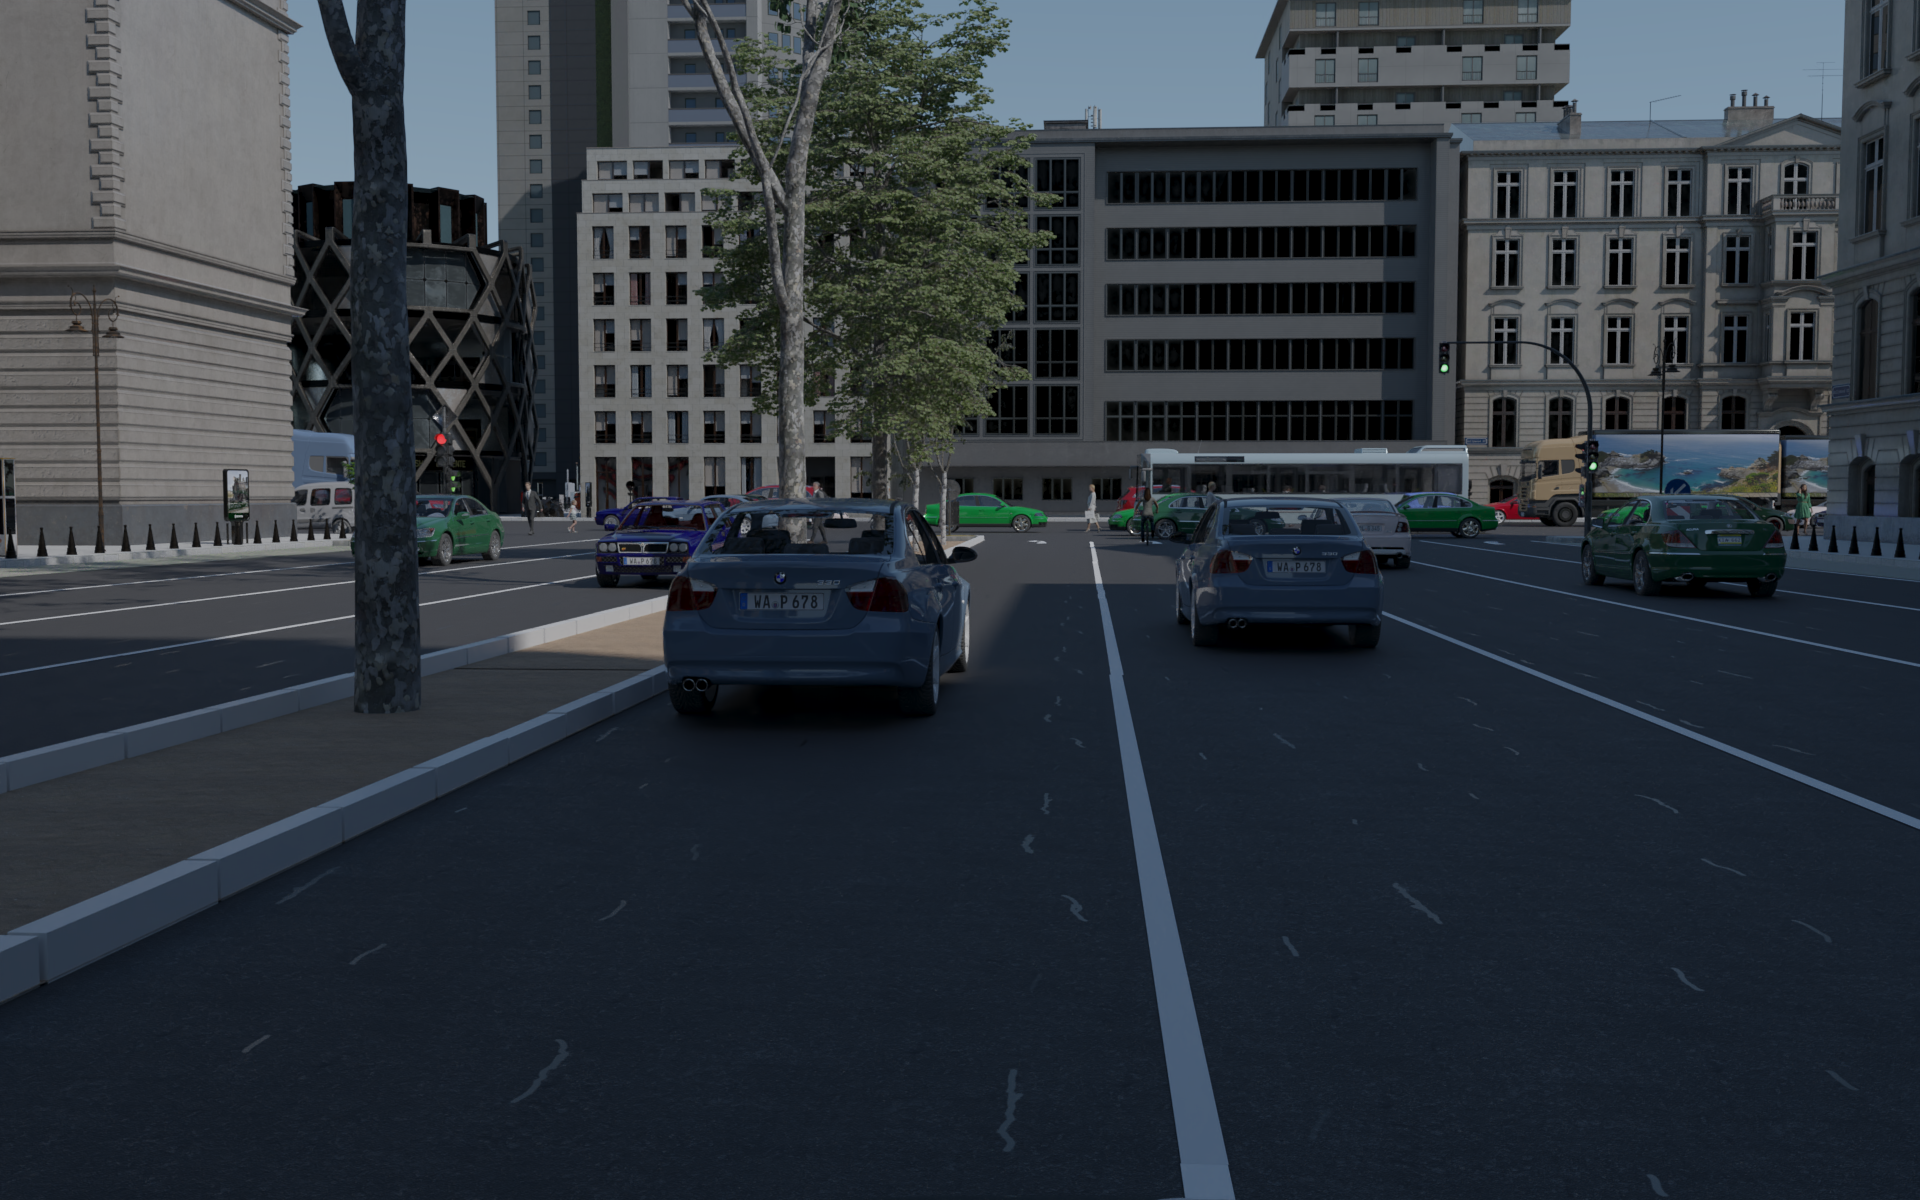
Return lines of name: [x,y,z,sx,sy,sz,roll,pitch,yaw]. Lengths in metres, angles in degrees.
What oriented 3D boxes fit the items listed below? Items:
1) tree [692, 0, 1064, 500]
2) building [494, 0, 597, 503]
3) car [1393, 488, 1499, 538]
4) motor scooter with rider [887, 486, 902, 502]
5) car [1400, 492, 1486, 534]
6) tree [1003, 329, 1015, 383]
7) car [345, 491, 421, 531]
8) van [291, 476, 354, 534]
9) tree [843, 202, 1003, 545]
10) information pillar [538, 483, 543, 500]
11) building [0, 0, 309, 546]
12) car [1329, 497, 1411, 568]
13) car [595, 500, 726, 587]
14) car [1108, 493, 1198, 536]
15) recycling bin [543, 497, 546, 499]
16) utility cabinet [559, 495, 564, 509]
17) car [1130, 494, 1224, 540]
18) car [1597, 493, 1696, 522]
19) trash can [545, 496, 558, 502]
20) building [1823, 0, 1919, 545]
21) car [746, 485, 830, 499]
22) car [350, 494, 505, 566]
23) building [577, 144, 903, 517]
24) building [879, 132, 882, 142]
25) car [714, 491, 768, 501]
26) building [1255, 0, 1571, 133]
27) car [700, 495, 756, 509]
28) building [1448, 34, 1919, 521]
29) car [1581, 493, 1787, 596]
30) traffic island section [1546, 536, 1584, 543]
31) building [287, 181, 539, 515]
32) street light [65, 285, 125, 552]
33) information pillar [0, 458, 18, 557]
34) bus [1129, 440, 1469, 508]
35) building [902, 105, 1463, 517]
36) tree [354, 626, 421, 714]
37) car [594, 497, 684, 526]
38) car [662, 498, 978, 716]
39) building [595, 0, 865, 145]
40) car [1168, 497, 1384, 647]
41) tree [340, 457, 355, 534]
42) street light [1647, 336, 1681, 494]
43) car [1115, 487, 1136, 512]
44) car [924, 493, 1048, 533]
tree: [-1.746,-7.060,36.021,7.486,12.596,7.792,0,3,0]
building: [-40.650,-46.745,202.537,20.611,71.187,20.563,0,4,4]
car: [15.183,-2.936,56.795,4.718,1.807,1.959,0,4,4]
motor scooter with rider: [-2.469,-3.401,64.579,1.986,1.779,0.876,0,4,4]
car: [17.679,-3.278,63.188,3.694,1.707,1.945,0,4,2]
tree: [-0.468,-5.850,48.466,4.360,8.622,3.978,0,3,0]
car: [-22.270,-3.631,68.045,5.304,1.827,2.281,0,4,5]
van: [-21.642,-3.113,57.915,4.112,2.044,2.013,0,4,6]
tree: [-1.105,-5.510,42.914,4.360,8.622,3.978,0,3,0]
information pillar: [-27.792,-6.741,114.706,0.304,2.012,0.304,-1,4,-19]
building: [-29.610,-13.378,47.613,19.941,23.489,11.050,0,4,4]
car: [7.896,-1.376,34.864,2.083,1.381,4.827,0,4,6]
car: [-4.632,-0.939,27.926,1.945,1.354,3.894,0,4,4]
car: [7.432,-3.098,59.455,4.718,1.807,1.959,0,4,4]
recycling bin: [-32.613,-7.590,136.644,0.722,1.027,0.722,-3,4,-37]
utility cabinet: [-33.742,-8.289,146.686,0.306,1.237,1.020,-1,4,-9]
car: [7.903,-2.661,55.301,4.920,1.459,2.131,0,4,5]
car: [26.175,-3.401,64.408,4.718,1.807,1.959,0,4,3]
trash can: [-24.419,-5.618,103.507,0.748,1.137,0.748,0,3,0]
building: [28.416,-12.968,31.108,14.460,24.649,34.723,0,4,4]
car: [-7.811,-3.808,70.931,5.304,1.827,2.281,0,4,5]
car: [-11.028,-1.486,36.096,2.131,1.459,4.920,0,4,5]
building: [-11.941,-14.910,98.523,16.860,20.320,10.420,0,4,4]
building: [-19.482,-35.345,201.593,21.600,48.544,21.300,0,4,4]
car: [-7.525,-3.283,63.467,4.222,1.686,2.009,0,4,5]
building: [46.194,-36.102,179.500,28.713,52.752,27.495,0,4,4]
car: [-8.698,-3.014,61.280,4.499,1.417,2.014,0,4,6]
building: [44.430,-17.000,97.031,34.723,24.649,14.460,0,4,4]
car: [10.627,-0.853,25.738,2.131,1.459,4.920,0,4,5]
traffic island section: [18.677,-1.789,51.526,2.009,0.180,2.903,0,4,4]
building: [-34.087,-14.430,103.379,16.811,18.784,16.820,0,4,4]
street light: [-19.102,-4.012,38.382,0.468,5.910,1.993,0,4,4]
information pillar: [-19.458,-1.883,35.275,0.304,2.012,0.304,1,4,18]
bus: [12.513,-4.382,66.508,13.247,3.499,2.948,0,4,2]
building: [12.110,-17.131,99.162,30.058,24.678,14.314,0,4,4]
tree: [-4.924,-9.382,11.749,12.611,20.169,13.585,0,3,0]
car: [-12.416,-3.425,68.573,3.894,1.354,1.945,0,4,4]
car: [-0.909,-0.033,12.543,2.014,1.417,4.499,0,4,4]
building: [-21.209,-38.202,166.605,21.231,58.520,28.212,0,4,4]
car: [3.142,-0.338,17.523,2.014,1.417,4.499,0,4,4]
tree: [-19.050,-3.718,55.388,1.663,3.219,1.824,0,3,0]
street light: [20.642,-4.778,50.908,0.468,5.910,1.993,0,4,4]
car: [9.318,-4.011,74.249,5.304,1.827,2.281,0,4,3]
car: [0.953,-3.432,64.905,4.718,1.807,1.959,0,4,4]
